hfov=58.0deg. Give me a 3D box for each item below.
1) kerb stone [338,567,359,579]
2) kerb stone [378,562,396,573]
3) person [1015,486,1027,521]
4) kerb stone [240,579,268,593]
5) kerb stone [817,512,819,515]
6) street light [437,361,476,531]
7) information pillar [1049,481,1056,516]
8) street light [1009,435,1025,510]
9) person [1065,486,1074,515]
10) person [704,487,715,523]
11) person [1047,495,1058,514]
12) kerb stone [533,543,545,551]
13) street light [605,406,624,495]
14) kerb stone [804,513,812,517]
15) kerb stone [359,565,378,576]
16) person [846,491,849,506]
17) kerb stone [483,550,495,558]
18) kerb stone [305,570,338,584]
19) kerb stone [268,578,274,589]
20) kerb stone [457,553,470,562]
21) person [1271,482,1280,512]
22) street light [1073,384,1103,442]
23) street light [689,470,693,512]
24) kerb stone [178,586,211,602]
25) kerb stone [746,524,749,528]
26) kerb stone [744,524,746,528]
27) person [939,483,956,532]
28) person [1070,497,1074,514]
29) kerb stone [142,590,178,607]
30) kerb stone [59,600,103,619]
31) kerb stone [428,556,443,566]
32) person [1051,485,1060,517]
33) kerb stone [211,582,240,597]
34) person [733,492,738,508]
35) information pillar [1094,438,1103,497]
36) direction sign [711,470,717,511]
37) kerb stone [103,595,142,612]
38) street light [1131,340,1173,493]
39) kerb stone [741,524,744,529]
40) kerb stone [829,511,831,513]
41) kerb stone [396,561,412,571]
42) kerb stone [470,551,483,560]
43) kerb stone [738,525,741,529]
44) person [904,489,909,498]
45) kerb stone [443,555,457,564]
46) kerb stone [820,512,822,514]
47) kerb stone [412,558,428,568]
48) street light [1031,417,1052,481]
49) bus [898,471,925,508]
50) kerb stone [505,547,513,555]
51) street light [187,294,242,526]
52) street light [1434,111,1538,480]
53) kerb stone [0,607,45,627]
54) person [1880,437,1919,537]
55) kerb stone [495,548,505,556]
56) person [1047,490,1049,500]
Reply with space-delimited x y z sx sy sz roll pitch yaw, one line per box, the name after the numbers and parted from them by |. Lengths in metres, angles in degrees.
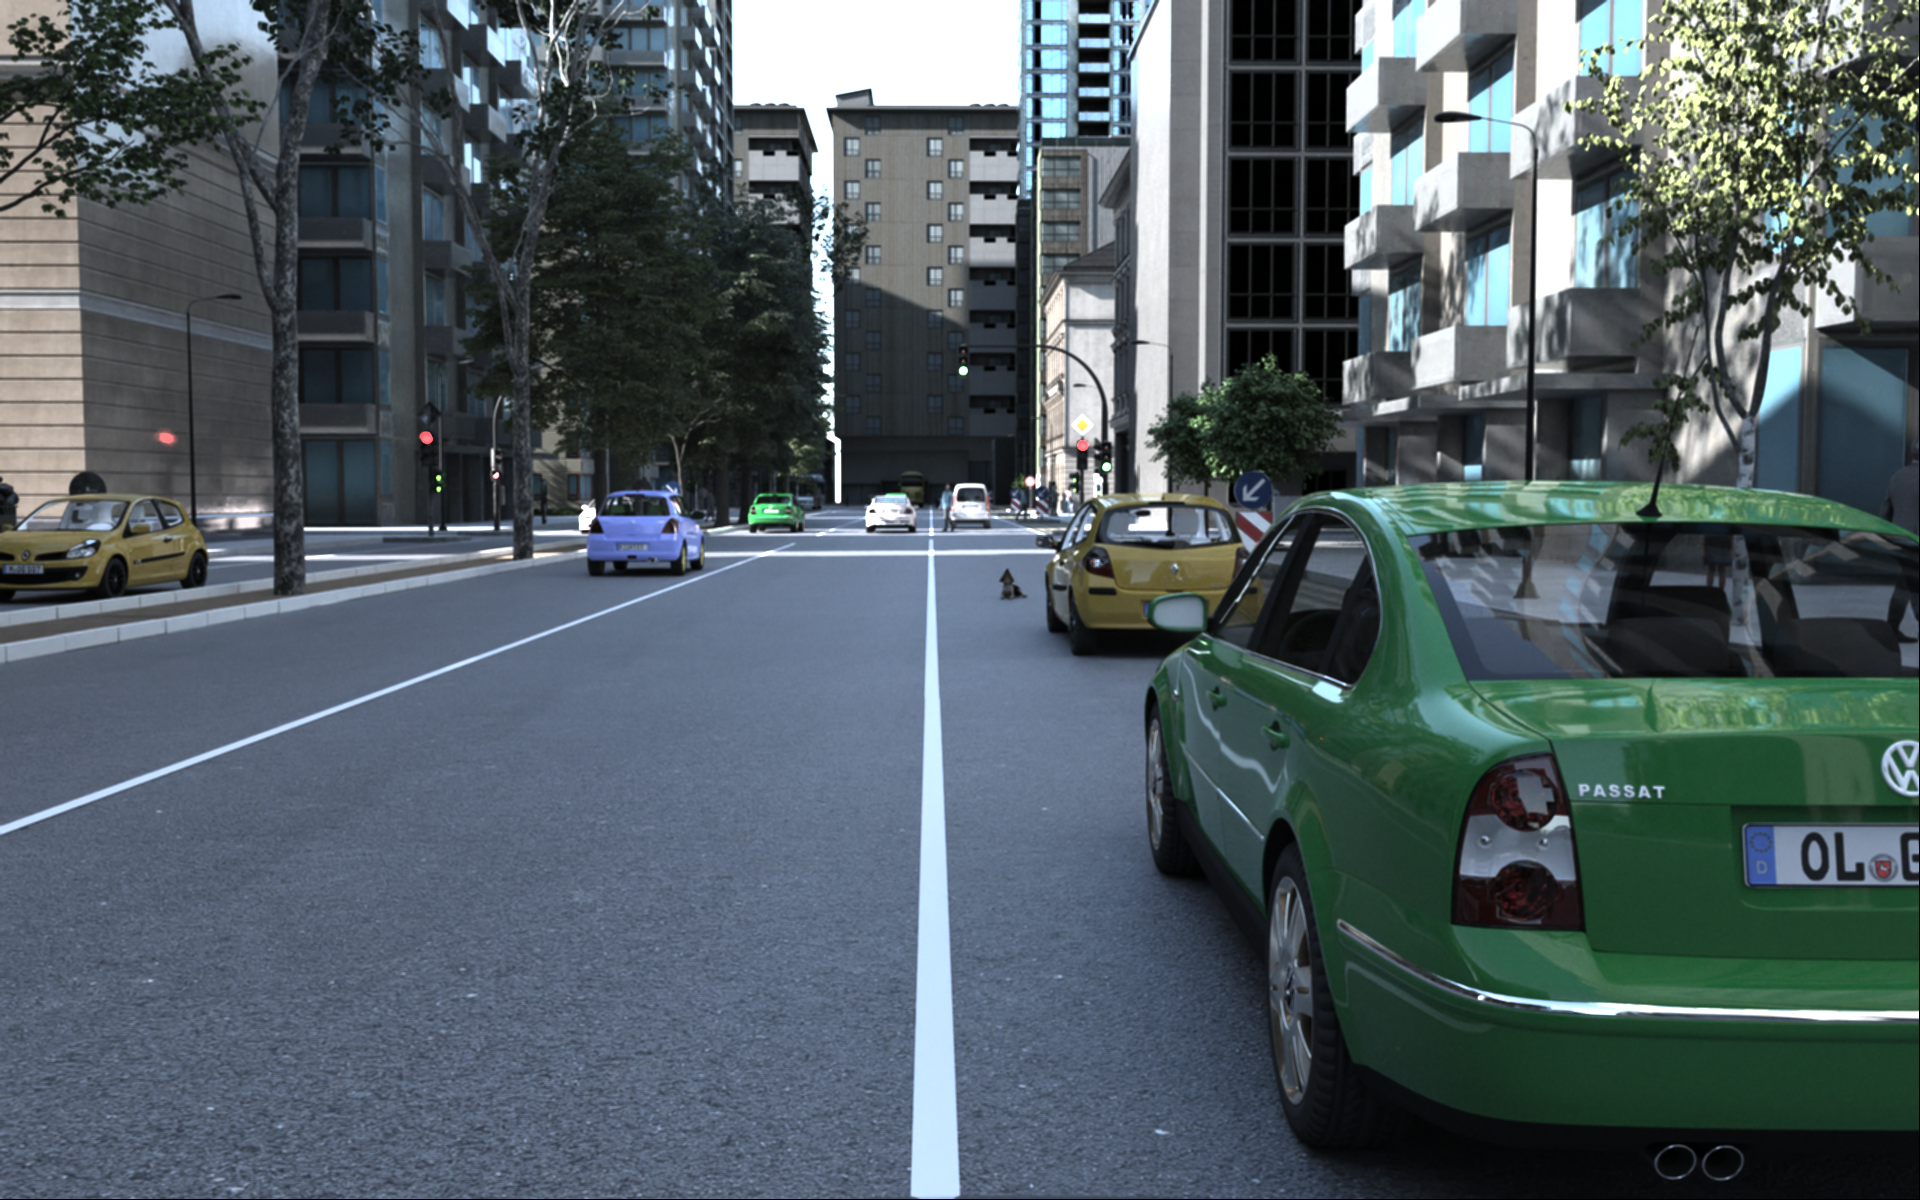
-10.500 -0.444 29.459 0.120 0.150 1.000 0 4 -1 | kerb stone
-10.531 -0.570 31.514 0.120 0.150 1.000 0 4 -1 | kerb stone
3.296 -5.060 91.090 0.748 1.841 0.638 1 4 17 | person
-10.422 -0.193 25.355 0.120 0.150 1.000 0 4 -1 | kerb stone
-9.878 -5.871 118.194 0.120 0.150 1.000 0 4 -1 | kerb stone
-17.540 -5.372 60.376 1.470 5.913 1.316 0 4 -1 | street light
5.373 -5.882 100.655 0.304 2.012 0.304 -2 4 -25 | information pillar
4.543 -9.999 136.024 1.470 5.913 1.316 0 4 -1 | street light
6.589 -6.017 105.008 0.593 1.750 0.643 2 4 31 | person
-12.357 -4.702 85.722 0.624 1.780 0.694 0 4 -6 | person
5.876 -6.418 110.880 0.836 1.842 0.656 2 4 31 | person
-10.737 -1.323 43.827 0.120 0.150 1.000 0 4 -1 | kerb stone
-18.234 -7.285 91.643 1.470 5.913 1.316 0 4 -1 | street light
-9.749 -5.433 111.026 0.120 0.150 1.000 0 4 -1 | kerb stone
-10.515 -0.507 30.490 0.120 0.150 1.000 0 4 -1 | kerb stone
-13.145 -11.908 203.727 0.750 1.759 0.617 3 4 37 | person
-10.640 -1.007 38.698 0.120 0.150 1.000 0 4 -1 | kerb stone
-10.479 -0.381 28.432 0.120 0.150 1.000 0 4 -1 | kerb stone
-10.449 -0.256 26.377 0.120 0.150 1.000 0 4 -1 | kerb stone
-10.616 -0.878 36.636 0.120 0.150 1.000 0 4 -1 | kerb stone
10.885 -3.248 60.149 0.512 1.701 0.522 -2 4 -30 | person
5.472 -6.153 73.149 1.470 5.913 1.316 0 4 -1 | street light
-18.720 -9.255 123.862 1.470 5.913 1.316 0 4 -1 | street light
-10.387 -0.068 23.303 0.120 0.150 1.000 0 4 -1 | kerb stone
-9.118 -3.113 73.099 0.120 0.150 1.000 0 4 -1 | kerb stone
-9.104 -3.048 72.072 0.120 0.150 1.000 0 4 -1 | kerb stone
-0.426 -3.535 66.163 0.748 1.841 0.638 -2 4 -30 | person
7.035 -6.091 109.916 0.425 1.301 0.394 0 4 0 | person
-10.372 -0.005 22.276 0.120 0.150 1.000 0 4 -1 | kerb stone
-10.341 0.120 20.232 0.120 0.150 1.000 0 4 -1 | kerb stone
-10.586 -0.754 34.587 0.120 0.150 1.000 0 4 -1 | kerb stone
5.470 -5.659 98.750 0.526 1.800 0.537 1 4 8 | person
-10.407 -0.130 24.324 0.120 0.150 1.000 0 4 -1 | kerb stone
-20.178 -8.970 155.925 0.599 1.433 0.991 1 4 15 | person
5.764 -4.911 71.650 0.504 3.616 0.183 3 5 40 | information pillar
-19.112 -8.733 134.782 0.379 3.537 0.876 1 4 22 | direction sign
-10.360 0.058 21.254 0.120 0.150 1.000 0 4 -1 | kerb stone
5.851 -4.888 52.462 1.470 5.913 1.316 0 4 -1 | street light
-9.083 -2.988 71.049 0.120 0.150 1.000 0 4 -1 | kerb stone
-10.094 -6.686 131.510 0.120 0.150 1.000 0 4 -1 | kerb stone
-10.549 -0.632 32.535 0.120 0.150 1.000 0 4 -1 | kerb stone
-10.630 -0.947 37.676 0.120 0.150 1.000 0 4 -1 | kerb stone
-9.073 -2.915 70.022 0.120 0.150 1.000 0 4 -1 | kerb stone
-3.820 -6.929 122.004 0.699 1.804 1.509 0 4 3 | person
-10.599 -0.818 35.612 0.120 0.150 1.000 0 4 -1 | kerb stone
-9.922 -6.055 121.260 0.120 0.150 1.000 0 4 -1 | kerb stone
-10.570 -0.687 33.566 0.120 0.150 1.000 0 4 -1 | kerb stone
4.982 -8.086 104.753 1.470 5.913 1.316 0 4 -1 | street light
-5.170 -11.876 185.724 2.896 3.916 12.252 0 4 -2 | bus
-10.685 -1.134 40.744 0.120 0.150 1.000 0 4 -1 | kerb stone
-17.361 -4.146 40.328 1.470 5.913 1.316 0 4 -1 | street light
6.454 -2.976 21.194 1.470 5.913 1.316 0 4 -1 | street light
-10.334 0.183 19.210 0.120 0.150 1.000 0 4 -1 | kerb stone
8.368 -0.527 15.052 0.834 1.777 0.661 -1 4 -19 | person
-10.670 -1.072 39.722 0.120 0.150 1.000 0 4 -1 | kerb stone
5.906 -6.480 112.089 0.679 1.850 0.850 0 4 -2 | person
